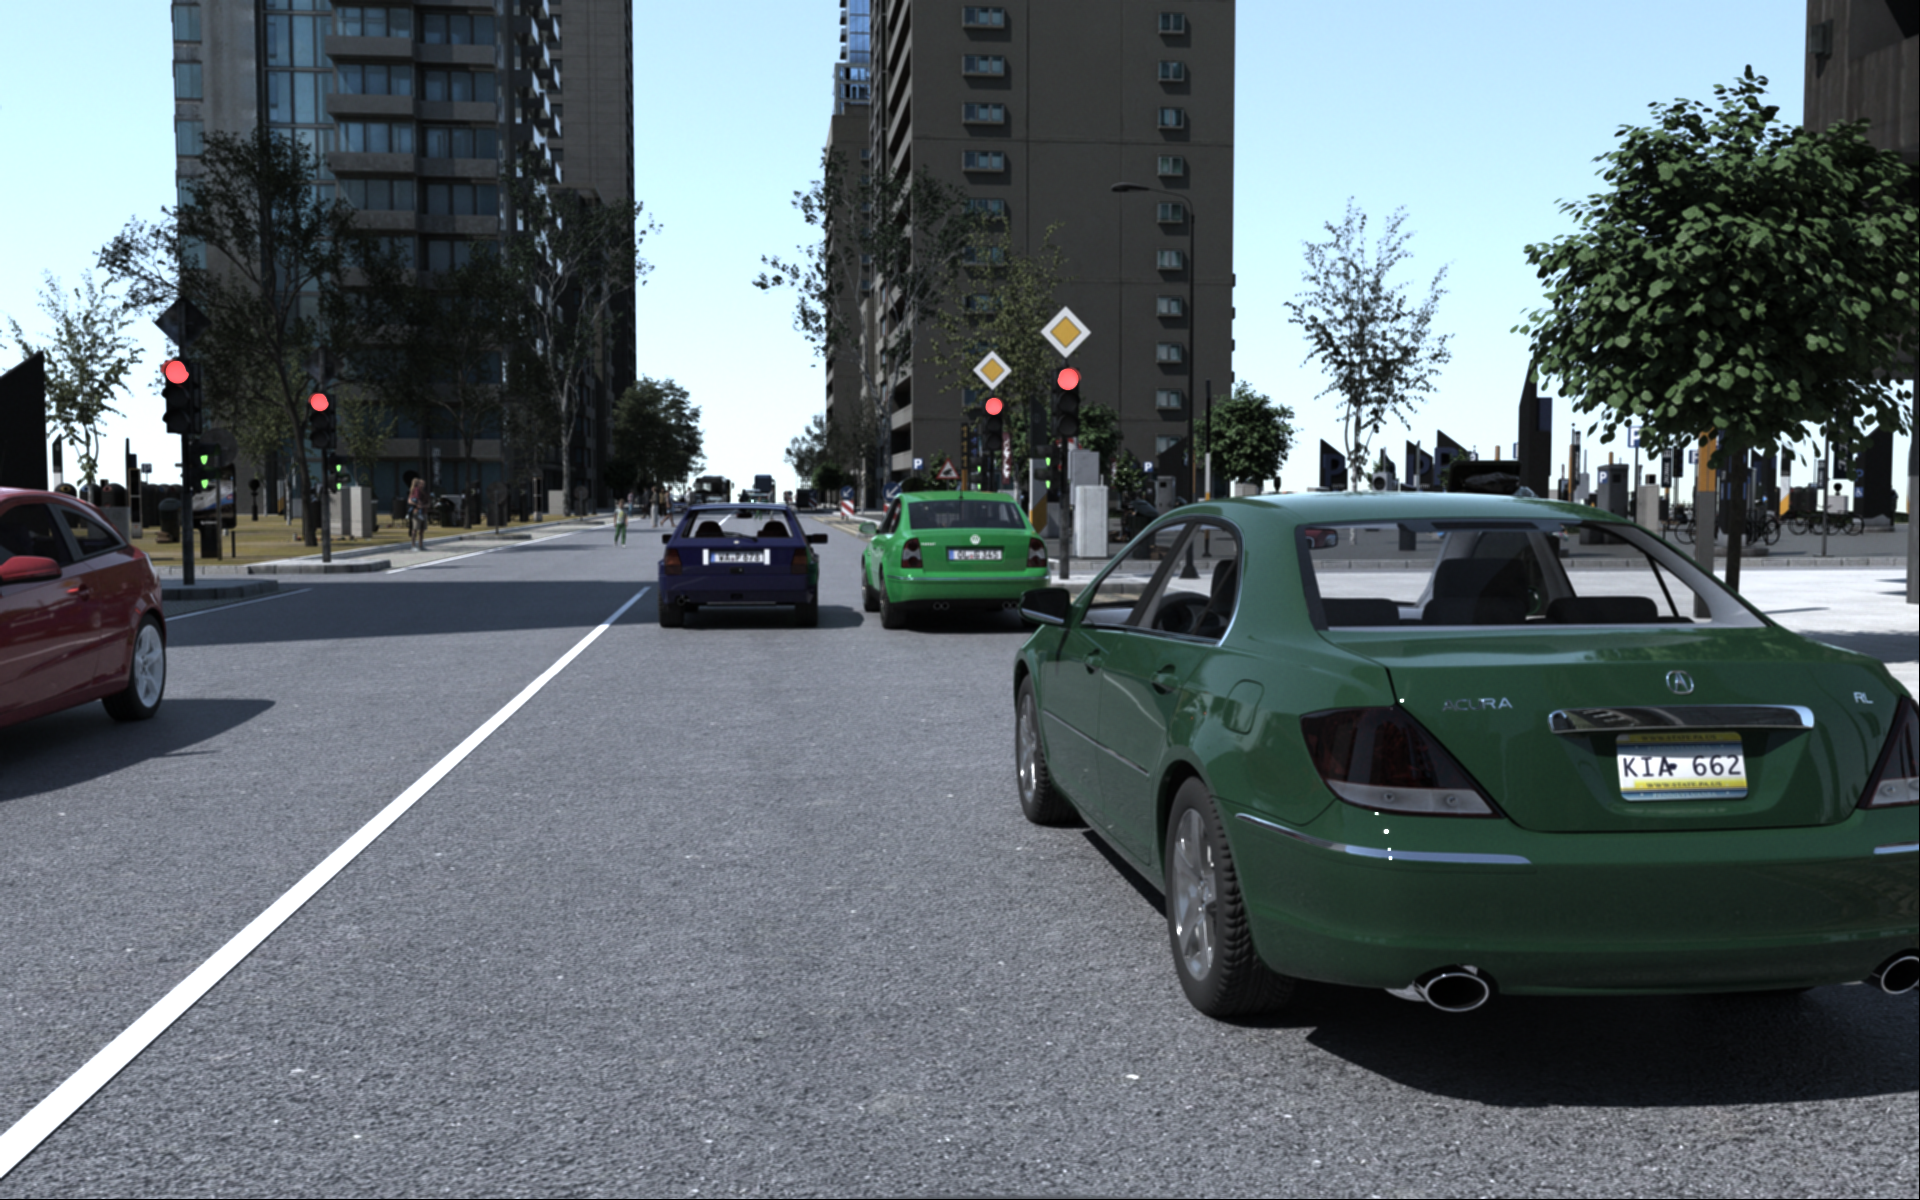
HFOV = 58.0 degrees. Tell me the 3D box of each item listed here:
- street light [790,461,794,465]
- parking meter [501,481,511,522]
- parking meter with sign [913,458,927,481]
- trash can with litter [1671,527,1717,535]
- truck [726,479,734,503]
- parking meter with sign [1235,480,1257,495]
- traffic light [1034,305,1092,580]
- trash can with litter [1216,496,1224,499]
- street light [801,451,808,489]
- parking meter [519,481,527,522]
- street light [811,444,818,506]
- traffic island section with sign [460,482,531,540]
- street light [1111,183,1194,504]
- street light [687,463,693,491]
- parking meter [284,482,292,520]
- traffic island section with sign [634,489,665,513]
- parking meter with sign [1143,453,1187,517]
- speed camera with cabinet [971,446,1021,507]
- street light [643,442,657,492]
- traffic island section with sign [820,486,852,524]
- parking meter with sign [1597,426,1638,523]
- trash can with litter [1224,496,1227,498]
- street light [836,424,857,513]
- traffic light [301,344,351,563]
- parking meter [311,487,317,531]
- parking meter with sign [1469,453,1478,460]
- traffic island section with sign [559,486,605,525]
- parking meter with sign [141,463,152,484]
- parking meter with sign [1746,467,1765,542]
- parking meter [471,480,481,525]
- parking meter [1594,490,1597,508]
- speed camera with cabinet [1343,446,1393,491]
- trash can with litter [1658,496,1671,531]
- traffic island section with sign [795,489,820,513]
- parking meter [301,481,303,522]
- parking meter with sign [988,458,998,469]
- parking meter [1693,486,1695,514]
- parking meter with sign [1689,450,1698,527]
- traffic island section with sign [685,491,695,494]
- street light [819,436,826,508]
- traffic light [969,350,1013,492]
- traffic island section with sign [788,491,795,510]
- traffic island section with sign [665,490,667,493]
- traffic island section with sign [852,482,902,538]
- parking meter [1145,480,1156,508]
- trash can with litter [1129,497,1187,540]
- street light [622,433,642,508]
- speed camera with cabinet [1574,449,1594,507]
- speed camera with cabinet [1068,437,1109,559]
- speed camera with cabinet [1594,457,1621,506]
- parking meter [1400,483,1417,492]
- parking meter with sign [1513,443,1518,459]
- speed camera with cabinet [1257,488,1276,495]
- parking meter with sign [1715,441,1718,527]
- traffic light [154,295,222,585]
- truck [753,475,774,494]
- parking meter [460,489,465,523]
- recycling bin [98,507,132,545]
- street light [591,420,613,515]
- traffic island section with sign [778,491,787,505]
[{"bbox_3d":[-22.855,-16.583,243.670,1.470,5.913,1.316,0,4,-7],"label":"street light"},{"bbox_3d":[-20.541,-4.442,78.331,0.399,1.863,0.255,1,4,13],"label":"parking meter"},{"bbox_3d":[-1.700,-5.431,85.059,0.543,3.016,1.738,1,4,23],"label":"parking meter with sign"},{"bbox_3d":[23.650,-2.671,54.725,1.678,1.210,2.233,2,4,32],"label":"trash can with litter"},{"bbox_3d":[-31.244,-14.064,225.862,3.469,3.379,9.791,0,4,-8],"label":"truck"},{"bbox_3d":[14.413,-5.500,86.178,1.738,3.016,0.543,-1,4,-22],"label":"parking meter with sign"},{"bbox_3d":[1.550,-2.265,25.951,0.839,4.253,0.868,0,4,-7],"label":"traffic light"},{"bbox_3d":[13.335,-4.821,90.203,1.055,1.170,0.624,-3,4,-36],"label":"trash can with litter"},{"bbox_3d":[-15.869,-12.976,184.698,1.470,5.913,1.316,0,4,-7],"label":"street light"},{"bbox_3d":[-19.853,-4.466,78.730,0.255,1.863,0.399,0,4,0],"label":"parking meter"},{"bbox_3d":[-13.168,-11.564,161.608,1.470,5.913,1.316,0,4,-7],"label":"street light"},{"bbox_3d":[-14.514,-2.791,54.268,1.989,1.847,2.006,0,4,-7],"label":"traffic island section with sign"},{"bbox_3d":[2.952,-3.276,26.105,1.470,5.913,1.316,0,4,-7],"label":"street light"},{"bbox_3d":[-37.766,-16.186,237.183,1.470,5.913,1.316,0,4,-7],"label":"street light"},{"bbox_3d":[-32.972,-4.849,84.994,0.255,1.863,0.399,0,4,3],"label":"parking meter"},{"bbox_3d":[-23.738,-7.538,131.878,1.989,1.847,2.006,0,4,-7],"label":"traffic island section with sign"},{"bbox_3d":[8.733,-4.712,73.304,1.738,3.016,0.543,2,4,27],"label":"parking meter with sign"},{"bbox_3d":[1.504,-4.759,72.150,2.038,3.252,0.660,-1,4,-14],"label":"speed camera with cabinet"},{"bbox_3d":[-27.962,-11.130,154.518,1.470,5.913,1.316,0,4,-7],"label":"street light"},{"bbox_3d":[-5.577,-4.577,83.468,1.989,1.847,2.006,0,4,-7],"label":"traffic island section with sign"},{"bbox_3d":[16.591,-2.925,44.092,1.738,3.016,0.543,-2,4,-24],"label":"parking meter with sign"},{"bbox_3d":[15.902,-5.560,101.963,2.233,1.210,1.678,1,4,8],"label":"trash can with litter"},{"bbox_3d":[-7.531,-8.711,114.972,1.470,5.913,1.316,0,4,-7],"label":"street light"},{"bbox_3d":[-11.866,-2.658,32.386,0.839,4.253,0.868,0,4,-7],"label":"traffic light"},{"bbox_3d":[-22.458,-3.147,59.870,0.372,1.533,0.369,0,3,0],"label":"parking meter"},{"bbox_3d":[20.987,-4.712,73.304,1.738,3.016,0.543,-1,4,-15],"label":"parking meter with sign"},{"bbox_3d":[-17.690,-4.429,81.036,1.989,1.847,2.006,0,4,-7],"label":"traffic island section with sign"},{"bbox_3d":[-46.871,-6.291,99.117,1.738,3.016,0.543,3,5,42],"label":"parking meter with sign"},{"bbox_3d":[21.266,-3.093,46.823,0.543,3.016,1.738,2,4,33],"label":"parking meter with sign"},{"bbox_3d":[-20.375,-4.106,72.850,0.255,1.863,0.399,1,4,18],"label":"parking meter"},{"bbox_3d":[25.074,-3.640,67.918,0.372,1.533,0.369,0,3,0],"label":"parking meter"},{"bbox_3d":[16.984,-4.765,72.247,2.038,3.252,0.660,3,5,41],"label":"speed camera with cabinet"},{"bbox_3d":[24.473,-3.089,61.563,2.233,1.210,1.678,0,4,5],"label":"trash can with litter"},{"bbox_3d":[-11.378,-7.561,132.253,1.989,1.847,2.006,0,4,-7],"label":"traffic island section with sign"},{"bbox_3d":[-29.647,-4.459,78.613,0.255,1.863,0.399,2,4,24],"label":"parking meter"},{"bbox_3d":[1.019,-5.229,81.757,0.543,3.016,1.738,3,5,43],"label":"parking meter with sign"},{"bbox_3d":[46.001,-6.268,108.191,0.399,1.863,0.255,0,4,3],"label":"parking meter"},{"bbox_3d":[29.024,-4.361,67.563,0.543,3.016,1.738,0,4,1],"label":"parking meter with sign"},{"bbox_3d":[-33.348,-12.476,212.602,1.989,1.847,2.006,0,4,-7],"label":"traffic island section with sign"},{"bbox_3d":[-10.321,-10.137,138.288,1.470,5.913,1.316,0,4,-7],"label":"street light"},{"bbox_3d":[0.606,-2.750,33.880,0.839,4.253,0.868,0,4,-7],"label":"traffic light"},{"bbox_3d":[-14.559,-9.198,159.021,1.989,1.847,2.006,0,4,-7],"label":"traffic island section with sign"},{"bbox_3d":[-26.930,-9.175,158.644,1.989,1.847,2.006,0,4,-7],"label":"traffic island section with sign"},{"bbox_3d":[-2.384,-2.940,56.702,1.989,1.847,2.006,0,4,-7],"label":"traffic island section with sign"},{"bbox_3d":[7.927,-4.059,72.081,0.399,1.863,0.255,1,4,18],"label":"parking meter"},{"bbox_3d":[3.799,-1.380,33.953,0.624,1.170,1.055,-3,4,-36],"label":"trash can with litter"},{"bbox_3d":[-25.083,-9.719,131.449,1.470,5.913,1.316,0,4,-7],"label":"street light"},{"bbox_3d":[27.331,-5.054,76.975,0.660,3.252,2.038,0,4,0],"label":"speed camera with cabinet"},{"bbox_3d":[2.614,-2.495,35.130,0.660,3.252,2.038,0,4,-3],"label":"speed camera with cabinet"},{"bbox_3d":[34.591,-6.023,92.809,2.038,3.252,0.660,3,5,42],"label":"speed camera with cabinet"},{"bbox_3d":[10.172,-1.891,39.331,0.372,1.533,0.369,0,3,0],"label":"parking meter"},{"bbox_3d":[18.770,-3.777,58.016,0.543,3.016,1.738,1,4,19],"label":"parking meter with sign"},{"bbox_3d":[18.363,-6.764,104.933,0.660,3.252,2.038,-1,4,-23],"label":"speed camera with cabinet"},{"bbox_3d":[25.831,-3.744,57.470,1.738,3.016,0.543,-1,4,-13],"label":"parking meter with sign"},{"bbox_3d":[-10.922,-2.173,24.457,0.839,4.253,0.868,0,4,-7],"label":"traffic light"},{"bbox_3d":[-26.807,-15.035,235.578,2.967,4.110,18.799,0,4,-6],"label":"truck"},{"bbox_3d":[-21.616,-4.110,75.609,0.372,1.533,0.369,0,3,0],"label":"parking meter"},{"bbox_3d":[-16.564,-1.296,33.745,0.722,1.027,0.722,-1,4,-21],"label":"recycling bin"},{"bbox_3d":[-22.348,-8.299,108.229,1.470,5.913,1.316,0,4,-7],"label":"street light"},{"bbox_3d":[-24.437,-14.277,242.056,1.989,1.847,2.006,0,4,-7],"label":"traffic island section with sign"}]
